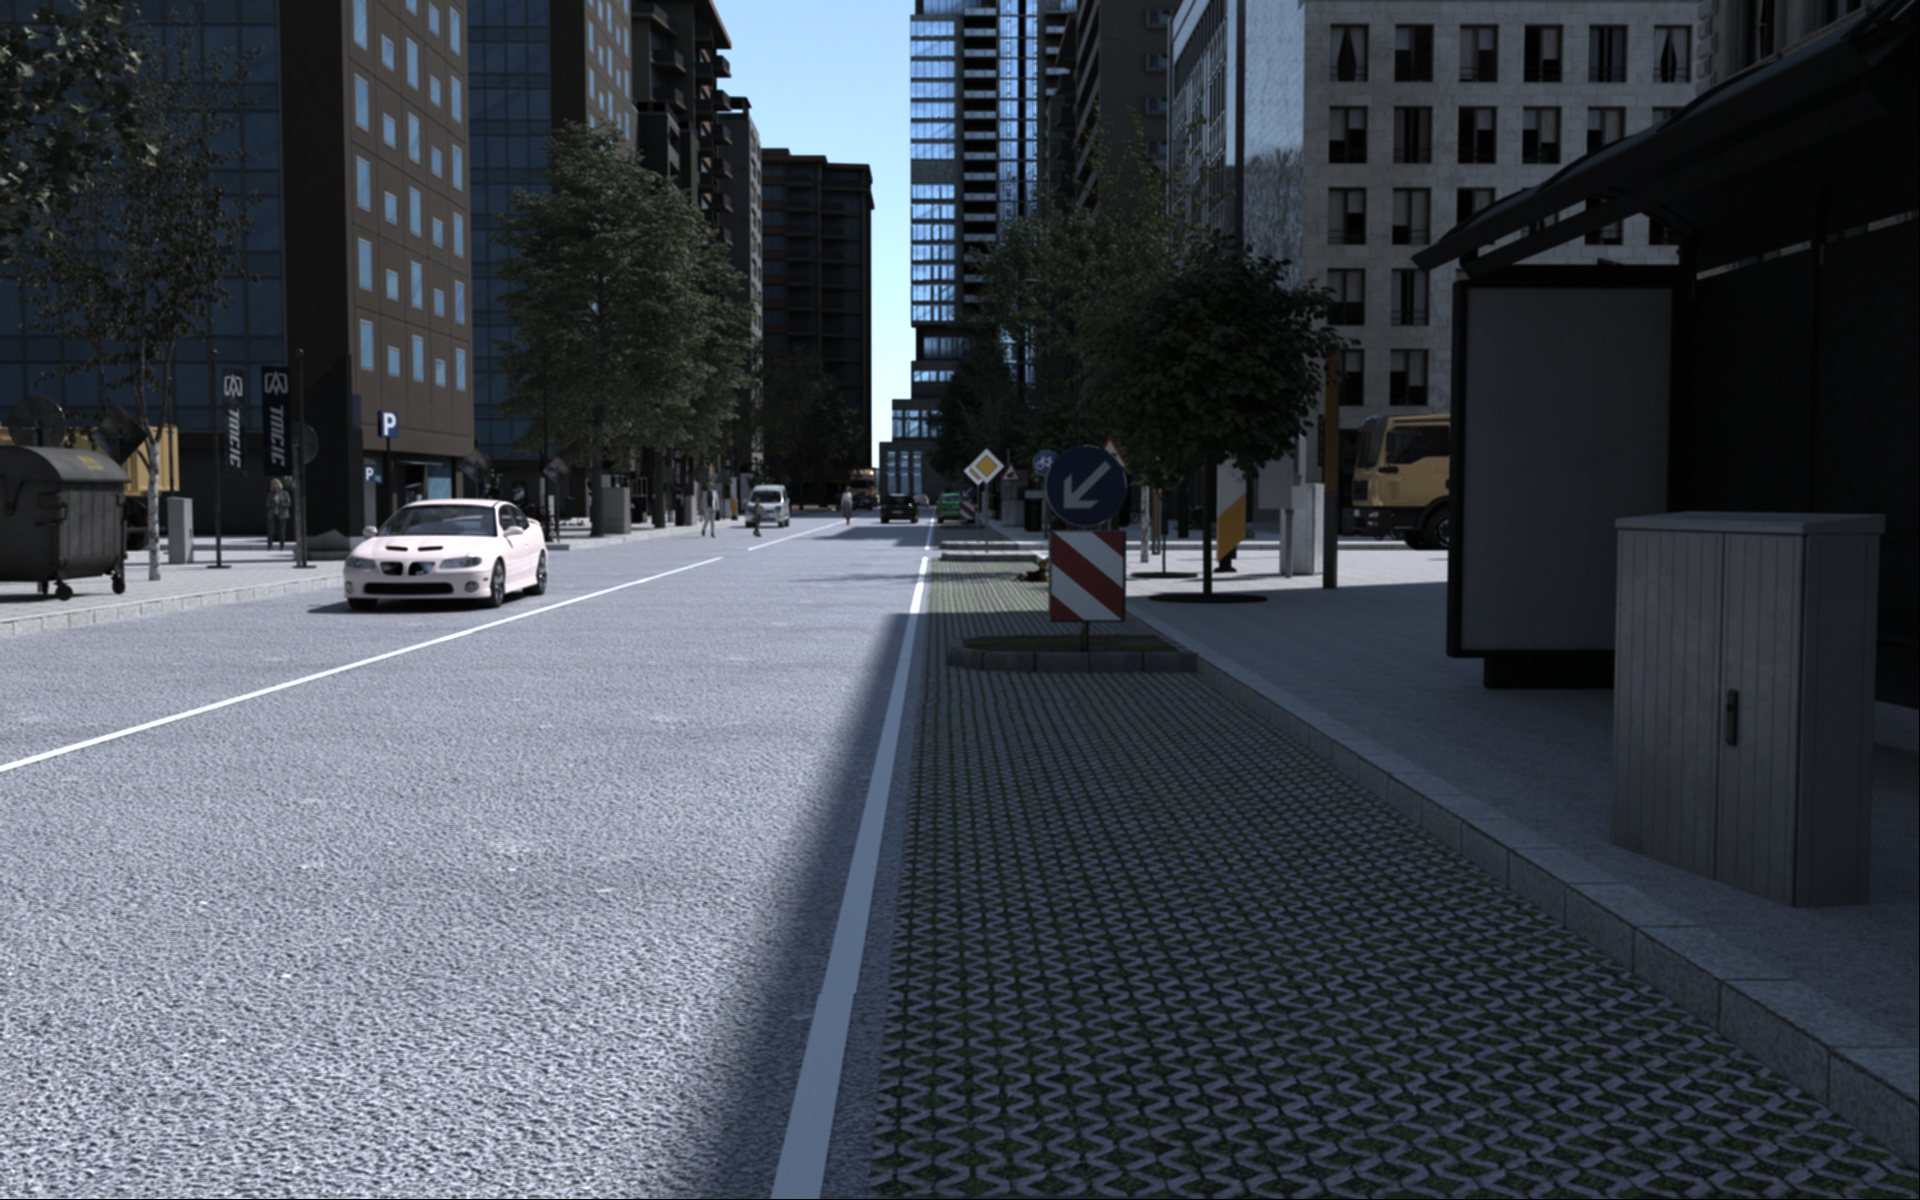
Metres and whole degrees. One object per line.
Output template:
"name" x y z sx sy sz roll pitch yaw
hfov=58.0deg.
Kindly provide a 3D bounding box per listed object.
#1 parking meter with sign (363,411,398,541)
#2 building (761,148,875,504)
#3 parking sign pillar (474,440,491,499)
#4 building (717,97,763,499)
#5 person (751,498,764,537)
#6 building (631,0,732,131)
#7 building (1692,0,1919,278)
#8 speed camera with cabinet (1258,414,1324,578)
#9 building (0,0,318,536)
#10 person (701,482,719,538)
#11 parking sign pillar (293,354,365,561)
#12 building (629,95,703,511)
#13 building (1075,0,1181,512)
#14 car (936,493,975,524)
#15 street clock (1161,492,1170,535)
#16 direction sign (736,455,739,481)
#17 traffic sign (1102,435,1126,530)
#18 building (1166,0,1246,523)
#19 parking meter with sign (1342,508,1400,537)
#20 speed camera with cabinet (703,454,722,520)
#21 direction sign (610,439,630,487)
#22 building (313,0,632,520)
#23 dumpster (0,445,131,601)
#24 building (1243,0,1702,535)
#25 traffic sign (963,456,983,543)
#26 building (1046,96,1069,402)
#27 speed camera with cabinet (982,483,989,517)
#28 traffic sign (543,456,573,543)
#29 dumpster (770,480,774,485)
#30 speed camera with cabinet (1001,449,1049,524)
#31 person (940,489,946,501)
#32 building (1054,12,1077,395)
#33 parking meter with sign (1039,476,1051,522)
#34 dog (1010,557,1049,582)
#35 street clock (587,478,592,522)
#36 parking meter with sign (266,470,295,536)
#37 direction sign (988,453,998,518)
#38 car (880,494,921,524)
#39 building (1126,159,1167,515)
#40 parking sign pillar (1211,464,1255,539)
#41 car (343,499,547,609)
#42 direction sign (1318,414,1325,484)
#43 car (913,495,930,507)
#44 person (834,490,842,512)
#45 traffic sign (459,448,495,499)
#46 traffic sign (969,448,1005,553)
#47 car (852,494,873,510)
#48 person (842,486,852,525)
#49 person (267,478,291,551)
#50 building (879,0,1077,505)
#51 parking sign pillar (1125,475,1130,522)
"parking meter with sign" -12.816 -2.481 36.817 1.738 3.016 0.543 1 4 20
"building" -25.569 -34.702 222.005 28.867 44.769 22.147 0 4 -1
"parking sign pillar" -23.778 -5.985 86.325 1.447 3.967 1.447 0 4 2
"building" -27.961 -30.399 180.625 14.086 41.232 14.154 0 4 -1
"person" -6.812 -2.792 58.427 0.475 1.303 0.640 -3 4 -38
"building" -31.553 -30.275 149.625 22.147 44.769 28.867 0 4 -1
"building" 17.082 -11.632 19.055 11.050 23.489 19.941 0 4 -1
"speed camera with cabinet" 5.282 -2.013 27.241 0.660 3.252 2.038 2 4 29
"building" -25.638 -24.996 58.792 14.600 45.320 14.200 0 4 -1
"person" -8.292 -2.991 57.283 0.514 1.842 0.818 -2 4 -30
"parking sign pillar" -12.298 -2.774 33.819 1.447 3.967 1.447 2 4 24
"building" -27.092 -21.780 127.809 14.160 30.474 14.107 0 4 -1
"building" 20.326 -31.119 132.497 21.300 48.544 21.600 0 4 -1
"car" -0.202 -4.662 85.016 1.959 1.807 4.718 0 4 -2
"street clock" 6.423 -3.044 54.342 0.358 2.002 0.471 0 4 -7
"direction sign" -13.171 -6.684 101.280 0.379 3.537 0.876 2 4 26
"traffic sign" 3.281 -2.324 38.003 0.884 2.594 0.081 0 4 3
"building" 16.402 -15.797 76.297 12.078 24.808 19.932 0 4 -1
"parking meter with sign" 12.454 -3.431 52.353 1.738 3.016 0.543 0 4 7
"speed camera with cabinet" -12.407 -5.650 86.707 0.660 3.252 2.038 -1 4 -20
"direction sign" -13.959 -4.845 71.212 0.876 3.537 0.379 -3 5 -40
"building" -26.953 -27.476 99.342 14.600 45.320 14.200 0 4 -1
"dumpster" -11.288 -0.960 21.453 1.264 1.857 1.865 0 4 -1
"building" 18.934 -12.484 58.860 16.860 20.320 10.420 0 4 -1
"traffic sign" 0.476 -2.570 45.659 0.795 2.450 0.064 0 4 -1
"building" 16.004 -30.464 181.687 14.154 41.232 14.086 0 4 -1
"speed camera with cabinet" 1.628 -6.347 98.105 0.660 3.252 2.038 0 4 7
"traffic sign" -10.567 -2.562 45.538 0.795 2.450 0.064 0 4 -1
"dumpster" -13.465 -7.179 119.867 1.502 2.255 1.985 0 4 -1
"speed camera with cabinet" 2.835 -4.979 75.742 2.038 3.252 0.660 1 4 10
"person" -1.041 -6.436 113.949 0.478 1.798 0.641 2 4 32
"building" 20.045 -30.801 158.214 22.147 44.769 28.867 0 4 -1
"parking meter with sign" 4.027 -5.107 79.766 0.543 3.016 1.738 -1 4 -21
"dog" 1.209 -0.491 28.225 0.550 0.427 0.748 -3 5 -40
"street clock" -16.644 -4.515 78.395 0.358 2.002 0.471 -3 5 -42
"parking meter with sign" -20.089 -3.376 51.458 1.738 3.016 0.543 3 5 43
"direction sign" 1.630 -6.266 94.449 0.876 3.537 0.379 0 4 4
"car" -2.971 -4.634 85.555 2.009 1.686 4.222 0 4 1
"building" 17.374 -17.401 103.592 14.460 24.649 34.723 0 4 -1
"parking sign pillar" 7.869 -3.787 50.397 1.447 3.967 1.447 3 5 41
"car" -6.782 -0.664 23.223 2.083 1.381 4.827 0 4 -2
"direction sign" 10.390 -3.519 49.528 0.379 3.537 0.876 2 4 32
"car" -4.380 -10.894 190.474 2.083 1.381 4.827 0 4 -1
"person" -9.872 -8.100 141.640 1.217 1.736 0.721 3 5 41
"traffic sign" -10.465 -2.074 37.554 0.795 2.450 0.064 0 4 -1
"traffic sign" 0.578 -2.081 37.675 0.795 2.450 0.064 0 4 -1
"car" -8.645 -8.748 152.821 2.009 1.686 4.222 0 4 -1
"person" -5.194 -4.353 79.903 0.478 1.798 0.641 1 4 9
"person" -16.158 -1.980 41.055 0.537 1.800 0.526 0 4 -5
"building" 5.411 -55.595 221.655 31.000 86.520 22.319 0 4 -1
"parking sign pillar" 7.454 -5.814 83.528 1.447 3.967 1.447 3 4 37
